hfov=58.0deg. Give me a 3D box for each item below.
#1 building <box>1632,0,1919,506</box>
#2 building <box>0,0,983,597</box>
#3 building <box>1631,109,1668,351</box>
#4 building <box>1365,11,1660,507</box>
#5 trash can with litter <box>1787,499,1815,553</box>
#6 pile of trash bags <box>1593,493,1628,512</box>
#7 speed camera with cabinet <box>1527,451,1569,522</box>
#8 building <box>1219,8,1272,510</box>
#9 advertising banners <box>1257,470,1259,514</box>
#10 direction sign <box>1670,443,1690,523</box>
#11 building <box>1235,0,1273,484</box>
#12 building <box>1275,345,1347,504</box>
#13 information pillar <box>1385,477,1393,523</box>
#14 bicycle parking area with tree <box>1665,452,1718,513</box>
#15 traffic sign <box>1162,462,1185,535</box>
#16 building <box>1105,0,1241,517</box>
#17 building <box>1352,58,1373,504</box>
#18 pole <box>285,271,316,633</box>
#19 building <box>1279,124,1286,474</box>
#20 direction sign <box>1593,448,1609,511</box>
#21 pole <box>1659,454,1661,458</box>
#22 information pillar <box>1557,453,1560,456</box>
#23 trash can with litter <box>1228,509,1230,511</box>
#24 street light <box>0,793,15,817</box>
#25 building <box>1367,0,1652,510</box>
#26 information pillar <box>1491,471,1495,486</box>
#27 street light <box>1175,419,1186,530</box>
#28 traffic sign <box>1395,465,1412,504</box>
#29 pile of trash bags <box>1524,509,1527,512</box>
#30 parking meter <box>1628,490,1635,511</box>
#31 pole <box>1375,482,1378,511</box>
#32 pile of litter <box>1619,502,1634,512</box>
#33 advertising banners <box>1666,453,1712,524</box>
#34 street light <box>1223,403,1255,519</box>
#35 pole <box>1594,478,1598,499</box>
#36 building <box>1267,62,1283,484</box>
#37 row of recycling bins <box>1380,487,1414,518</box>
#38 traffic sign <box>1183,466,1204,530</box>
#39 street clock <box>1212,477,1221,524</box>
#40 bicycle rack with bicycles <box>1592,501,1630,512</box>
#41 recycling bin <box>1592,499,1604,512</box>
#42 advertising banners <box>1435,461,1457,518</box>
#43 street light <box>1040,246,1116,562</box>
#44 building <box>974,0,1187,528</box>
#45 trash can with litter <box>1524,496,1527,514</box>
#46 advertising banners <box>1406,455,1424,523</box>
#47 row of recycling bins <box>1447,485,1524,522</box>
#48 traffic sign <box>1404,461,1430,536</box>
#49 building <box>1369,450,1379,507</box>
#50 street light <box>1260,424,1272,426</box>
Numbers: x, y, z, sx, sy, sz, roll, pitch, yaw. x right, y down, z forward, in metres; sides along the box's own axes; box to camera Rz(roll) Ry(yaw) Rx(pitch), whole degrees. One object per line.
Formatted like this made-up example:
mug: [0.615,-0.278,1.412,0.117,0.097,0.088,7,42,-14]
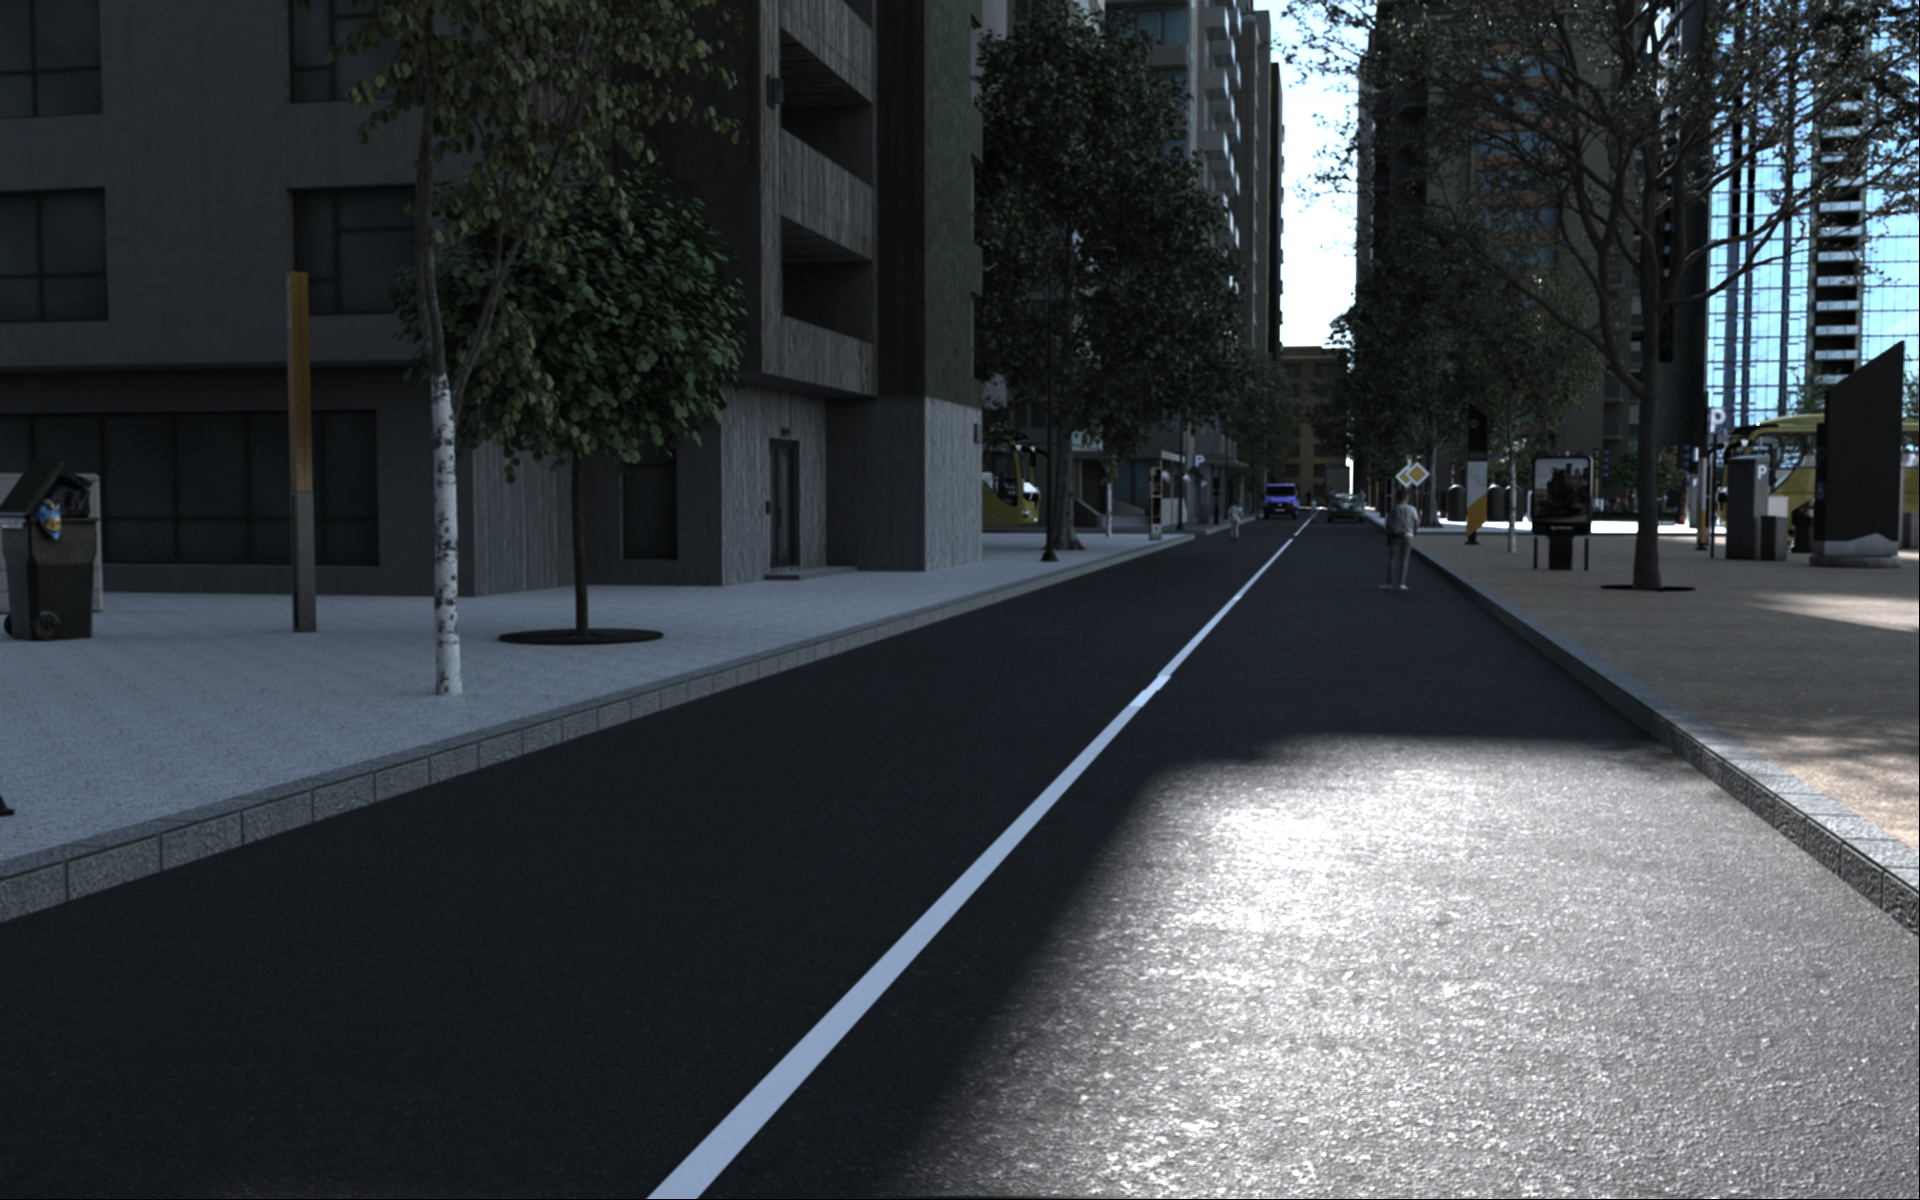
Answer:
building: [89.970,-53.430,186.253,31.000,86.520,22.319,1,4,12]
building: [-7.882,-15.622,27.123,14.160,30.474,14.107,1,4,12]
building: [90.627,-36.274,216.776,21.600,48.544,21.300,1,4,12]
building: [59.250,-36.801,190.937,28.713,52.752,27.495,1,4,12]
trash can with litter: [18.245,-1.621,37.883,0.624,1.170,1.055,-3,4,-36]
pile of trash bags: [45.017,-6.730,119.781,1.912,1.369,3.447,-2,4,-24]
speed camera with cabinet: [27.391,-5.257,80.285,2.038,3.252,0.660,1,4,20]
building: [18.224,-28.125,143.433,14.154,41.232,14.086,1,4,12]
advertising banners: [19.360,-7.111,112.454,0.090,3.025,2.074,1,4,8]
direction sign: [31.916,-5.191,76.862,0.876,3.537,0.379,0,4,-2]
building: [18.740,-44.151,160.121,20.563,71.187,20.611,1,4,12]
building: [37.022,-23.689,232.352,28.899,21.520,27.650,1,4,12]
information pillar: [18.743,-4.352,75.655,0.304,2.012,0.304,1,4,16]
bicycle parking area with tree: [51.863,-8.069,118.928,8.231,4.147,9.016,-1,4,-20]
traffic sign: [6.642,-3.090,54.169,0.795,2.450,0.064,1,4,12]
building: [5.937,-29.929,108.955,23.786,49.044,30.456,1,4,12]
building: [65.345,-41.626,222.591,28.212,58.520,21.231,1,4,12]
pole: [-6.100,-1.357,16.023,0.158,3.312,0.155,0,3,0]
building: [21.848,-35.508,200.167,30.456,49.044,23.786,1,4,12]
direction sign: [31.482,-5.697,85.148,0.876,3.537,0.379,-1,4,-15]
pole: [35.354,-5.722,87.397,0.158,3.312,0.155,0,3,0]
information pillar: [33.982,-6.568,98.734,0.183,3.616,0.504,-1,4,-13]
trash can with litter: [20.441,-7.587,135.101,1.678,1.210,2.233,-3,5,-40]
street light: [-3.443,-2.084,6.618,1.470,5.913,1.316,1,4,12]
building: [46.917,-30.326,150.451,22.147,44.769,28.867,1,4,12]
information pillar: [38.662,-8.223,125.804,0.183,3.616,0.504,-1,4,-11]
street light: [8.427,-5.457,61.770,1.470,5.913,1.316,1,4,12]
traffic sign: [15.551,-3.471,60.401,0.795,2.450,0.064,1,4,12]
pile of trash bags: [40.440,-6.842,121.627,1.912,1.369,3.447,1,4,19]
parking meter: [44.209,-6.463,114.074,0.372,1.533,0.369,0,3,0]
pole: [31.099,-8.279,129.206,0.158,3.312,0.155,0,3,0]
pile of litter: [34.927,-4.693,90.698,1.176,0.858,1.719,-2,4,-29]
advertising banners: [30.826,-4.731,73.539,2.074,3.025,0.090,1,4,17]
street light: [14.091,-7.056,87.900,1.470,5.913,1.316,1,4,12]
pole: [42.485,-7.453,115.697,0.158,3.312,0.155,0,3,0]
building: [25.820,-32.307,178.324,14.600,45.320,14.200,1,4,12]
row of recycling bins: [24.383,-5.406,95.497,3.534,1.692,1.069,-3,5,-40]
traffic sign: [8.327,-3.568,61.975,0.795,2.450,0.064,1,4,12]
street clock: [10.877,-4.213,73.448,0.358,2.002,0.471,1,4,15]
bicycle rack with bicycles: [32.323,-4.531,87.456,2.925,0.926,2.852,-3,4,-37]
recycling bin: [33.865,-4.892,92.532,0.722,1.027,0.722,-3,4,-36]
advertising banners: [25.625,-5.846,91.775,0.090,3.025,2.074,-1,4,-22]
street light: [2.232,-3.682,32.746,1.470,5.913,1.316,1,4,12]
building: [-6.648,-23.491,75.965,32.217,40.220,23.993,1,4,12]
trash can with litter: [38.506,-6.305,114.146,1.678,1.210,2.233,0,4,2]
advertising banners: [20.423,-4.964,77.357,0.090,3.025,2.074,3,5,44]
row of recycling bins: [24.449,-4.488,80.497,3.534,1.692,1.069,0,4,-4]
traffic sign: [13.866,-2.994,52.595,0.795,2.450,0.064,1,4,12]
building: [48.181,-24.530,172.759,14.160,30.474,14.107,1,4,12]
street light: [19.944,-8.688,114.589,1.470,5.913,1.316,1,4,12]
